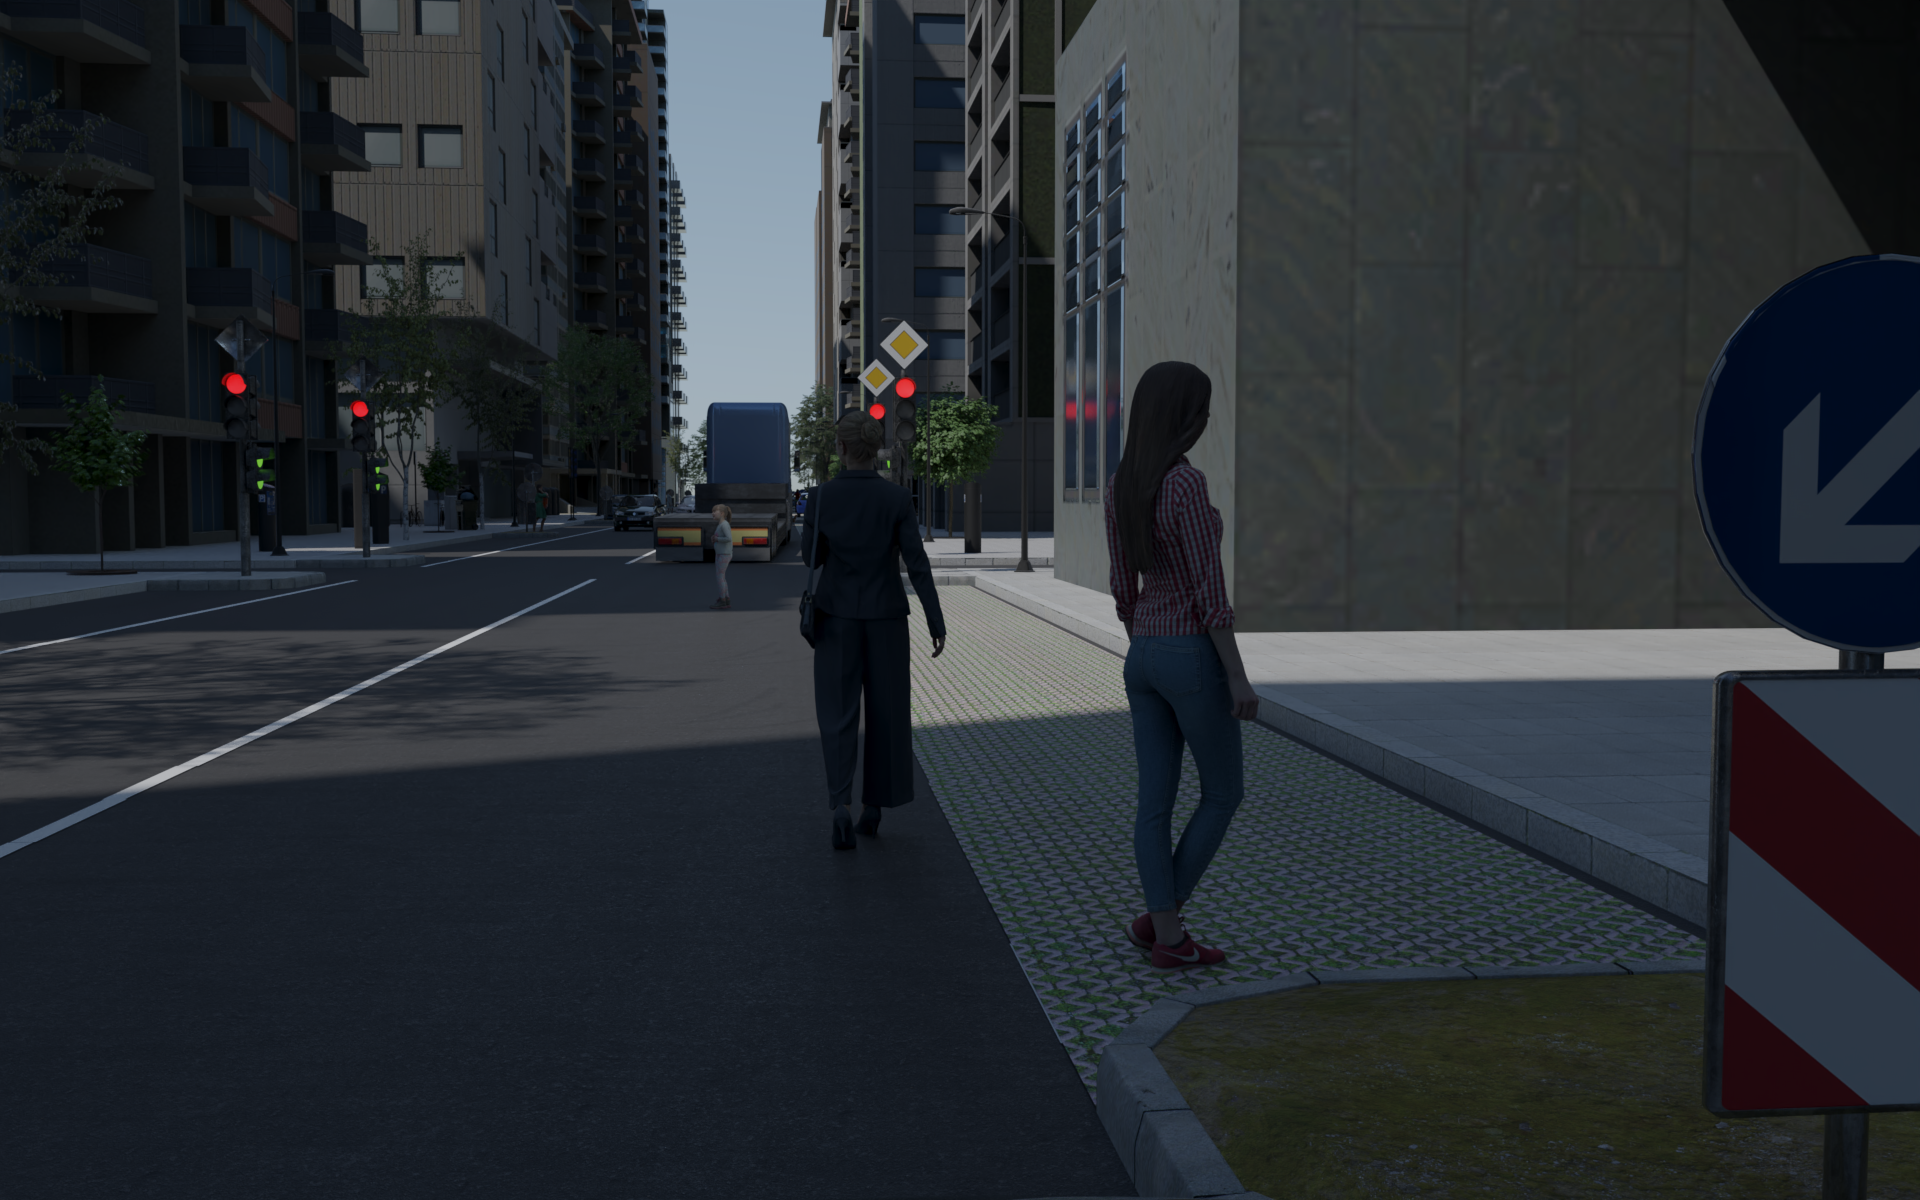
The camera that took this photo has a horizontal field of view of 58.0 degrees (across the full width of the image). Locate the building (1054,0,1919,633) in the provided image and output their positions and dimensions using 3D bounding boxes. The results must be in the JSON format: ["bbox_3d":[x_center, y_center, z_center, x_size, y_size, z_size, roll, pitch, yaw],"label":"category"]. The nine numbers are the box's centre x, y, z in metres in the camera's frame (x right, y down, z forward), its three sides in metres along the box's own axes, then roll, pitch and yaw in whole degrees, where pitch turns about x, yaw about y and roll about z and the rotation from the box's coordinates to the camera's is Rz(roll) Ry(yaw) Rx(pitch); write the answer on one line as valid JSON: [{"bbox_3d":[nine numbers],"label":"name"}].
[{"bbox_3d":[14.140,-42.622,9.543,22.319,86.520,31.000,0,4,-6],"label":"building"}]

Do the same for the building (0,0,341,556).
[{"bbox_3d":[-29.336,-24.007,47.134,22.147,44.769,28.867,0,4,-6],"label":"building"}]

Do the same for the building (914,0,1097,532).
[{"bbox_3d":[9.244,-38.155,62.081,20.563,71.187,20.611,0,4,-6],"label":"building"}]

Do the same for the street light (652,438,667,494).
[{"bbox_3d":[-24.895,-10.445,143.311,1.470,5.913,1.316,0,4,-6],"label":"street light"}]

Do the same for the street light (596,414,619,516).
[{"bbox_3d":[-20.347,-7.788,99.883,1.470,5.913,1.316,0,4,-6],"label":"street light"}]

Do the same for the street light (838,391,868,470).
[{"bbox_3d":[-4.714,-6.472,78.351,1.470,5.913,1.316,0,4,-6],"label":"street light"}]

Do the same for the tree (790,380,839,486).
[{"bbox_3d":[-15.093,-17.645,195.150,9.857,13.997,8.962,0,3,0],"label":"tree"}]

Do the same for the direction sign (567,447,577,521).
[{"bbox_3d":[-19.245,-5.758,86.141,0.379,3.537,0.876,1,4,13],"label":"direction sign"}]

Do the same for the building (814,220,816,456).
[{"bbox_3d":[-13.443,-36.632,249.051,14.600,45.320,14.200,0,4,-6],"label":"building"}]

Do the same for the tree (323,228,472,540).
[{"bbox_3d":[-15.557,-5.988,48.265,4.737,8.622,4.395,0,3,0],"label":"tree"}]

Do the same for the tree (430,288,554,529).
[{"bbox_3d":[-17.096,-6.865,62.603,4.360,8.622,3.978,0,3,0],"label":"tree"}]

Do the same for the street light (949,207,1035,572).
[{"bbox_3d":[0.523,-3.409,28.271,1.470,5.913,1.316,0,4,-6],"label":"street light"}]

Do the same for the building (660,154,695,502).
[{"bbox_3d":[-49.091,-37.831,238.139,23.786,49.044,30.456,0,4,-6],"label":"building"}]

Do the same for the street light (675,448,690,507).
[{"bbox_3d":[-28.181,-12.387,175.073,1.470,5.913,1.316,0,4,-6],"label":"street light"}]

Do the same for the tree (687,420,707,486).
[{"bbox_3d":[-37.639,-21.046,262.229,7.486,12.596,7.792,0,3,0],"label":"tree"}]

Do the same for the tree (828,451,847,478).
[{"bbox_3d":[-7.056,-7.987,114.298,4.285,4.588,4.351,0,3,0],"label":"tree"}]

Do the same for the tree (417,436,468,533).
[{"bbox_3d":[-17.291,-3.866,57.817,1.663,3.219,1.824,0,3,0],"label":"tree"}]

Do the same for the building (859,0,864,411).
[{"bbox_3d":[-0.150,-26.870,122.920,14.154,41.232,14.086,0,4,-6],"label":"building"}]

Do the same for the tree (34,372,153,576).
[{"bbox_3d":[-13.644,-2.017,27.580,1.663,3.219,1.824,0,3,0],"label":"tree"}]

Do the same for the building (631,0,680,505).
[{"bbox_3d":[-44.746,-54.664,206.431,22.319,86.520,31.000,0,4,-6],"label":"building"}]

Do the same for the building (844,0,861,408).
[{"bbox_3d":[1.645,-29.989,144.937,22.147,44.769,28.867,0,4,-6],"label":"building"}]

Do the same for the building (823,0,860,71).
[{"bbox_3d":[1.136,-35.699,172.921,28.713,52.752,27.495,0,4,-6],"label":"building"}]

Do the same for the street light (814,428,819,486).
[{"bbox_3d":[-9.421,-9.179,122.617,1.470,5.913,1.316,0,4,-6],"label":"street light"}]

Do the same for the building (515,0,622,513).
[{"bbox_3d":[-40.495,-26.187,120.040,32.217,40.220,23.993,0,4,-6],"label":"building"}]

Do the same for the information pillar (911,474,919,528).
[{"bbox_3d":[-1.680,-3.700,64.984,0.304,2.012,0.304,0,4,-1],"label":"information pillar"}]

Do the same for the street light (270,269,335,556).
[{"bbox_3d":[-13.613,-3.874,35.883,1.470,5.913,1.316,0,4,-6],"label":"street light"}]

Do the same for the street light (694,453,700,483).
[{"bbox_3d":[-30.098,-13.518,193.566,1.470,5.913,1.316,0,4,-6],"label":"street light"}]

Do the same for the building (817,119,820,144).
[{"bbox_3d":[-4.087,-39.122,228.877,28.713,52.752,27.495,0,4,-6],"label":"building"}]

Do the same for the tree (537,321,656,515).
[{"bbox_3d":[-22.121,-10.983,105.331,9.928,11.665,9.643,0,3,0],"label":"tree"}]

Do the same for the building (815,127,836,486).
[{"bbox_3d":[-9.459,-34.085,207.404,14.600,45.320,14.200,0,4,-6],"label":"building"}]

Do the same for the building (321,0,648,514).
[{"bbox_3d":[-38.500,-30.118,147.046,22.147,44.769,28.867,0,4,-6],"label":"building"}]

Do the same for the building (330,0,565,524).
[{"bbox_3d":[-34.461,-30.179,82.666,28.713,52.752,27.495,0,4,-6],"label":"building"}]

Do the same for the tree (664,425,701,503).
[{"bbox_3d":[-29.912,-14.371,185.333,4.737,8.622,4.395,0,3,0],"label":"tree"}]

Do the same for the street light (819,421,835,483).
[{"bbox_3d":[-8.031,-8.414,110.109,1.470,5.913,1.316,0,4,-6],"label":"street light"}]

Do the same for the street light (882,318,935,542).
[{"bbox_3d":[-1.370,-4.485,45.876,1.470,5.913,1.316,0,4,-6],"label":"street light"}]

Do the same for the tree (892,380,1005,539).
[{"bbox_3d":[-0.348,-4.059,50.078,4.285,4.588,4.351,0,3,0],"label":"tree"}]

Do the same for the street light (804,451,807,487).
[{"bbox_3d":[-16.005,-13.089,186.542,1.470,5.913,1.316,0,4,-6],"label":"street light"}]

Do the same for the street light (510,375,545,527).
[{"bbox_3d":[-16.889,-5.817,67.646,1.470,5.913,1.316,0,4,-6],"label":"street light"}]

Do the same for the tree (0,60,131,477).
[{"bbox_3d":[-13.187,-4.380,21.978,4.360,8.622,3.978,0,3,0],"label":"tree"}]

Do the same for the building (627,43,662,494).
[{"bbox_3d":[-36.782,-31.747,169.167,14.600,45.320,14.200,0,4,-6],"label":"building"}]

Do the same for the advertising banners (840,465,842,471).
[{"bbox_3d":[-6.949,-6.551,103.302,0.090,3.025,2.074,1,4,9],"label":"advertising banners"}]

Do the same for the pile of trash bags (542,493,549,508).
[{"bbox_3d":[-25.557,-5.560,100.665,3.447,1.369,1.912,0,4,7],"label":"pile of trash bags"}]

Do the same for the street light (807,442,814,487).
[{"bbox_3d":[-12.664,-11.122,154.383,1.470,5.913,1.316,0,4,-6],"label":"street light"}]

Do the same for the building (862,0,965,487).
[{"bbox_3d":[5.018,-33.959,97.221,21.231,58.520,28.212,0,4,-6],"label":"building"}]

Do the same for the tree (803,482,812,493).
[{"bbox_3d":[-20.451,-14.618,233.606,1.663,3.219,1.824,0,3,0],"label":"tree"}]
